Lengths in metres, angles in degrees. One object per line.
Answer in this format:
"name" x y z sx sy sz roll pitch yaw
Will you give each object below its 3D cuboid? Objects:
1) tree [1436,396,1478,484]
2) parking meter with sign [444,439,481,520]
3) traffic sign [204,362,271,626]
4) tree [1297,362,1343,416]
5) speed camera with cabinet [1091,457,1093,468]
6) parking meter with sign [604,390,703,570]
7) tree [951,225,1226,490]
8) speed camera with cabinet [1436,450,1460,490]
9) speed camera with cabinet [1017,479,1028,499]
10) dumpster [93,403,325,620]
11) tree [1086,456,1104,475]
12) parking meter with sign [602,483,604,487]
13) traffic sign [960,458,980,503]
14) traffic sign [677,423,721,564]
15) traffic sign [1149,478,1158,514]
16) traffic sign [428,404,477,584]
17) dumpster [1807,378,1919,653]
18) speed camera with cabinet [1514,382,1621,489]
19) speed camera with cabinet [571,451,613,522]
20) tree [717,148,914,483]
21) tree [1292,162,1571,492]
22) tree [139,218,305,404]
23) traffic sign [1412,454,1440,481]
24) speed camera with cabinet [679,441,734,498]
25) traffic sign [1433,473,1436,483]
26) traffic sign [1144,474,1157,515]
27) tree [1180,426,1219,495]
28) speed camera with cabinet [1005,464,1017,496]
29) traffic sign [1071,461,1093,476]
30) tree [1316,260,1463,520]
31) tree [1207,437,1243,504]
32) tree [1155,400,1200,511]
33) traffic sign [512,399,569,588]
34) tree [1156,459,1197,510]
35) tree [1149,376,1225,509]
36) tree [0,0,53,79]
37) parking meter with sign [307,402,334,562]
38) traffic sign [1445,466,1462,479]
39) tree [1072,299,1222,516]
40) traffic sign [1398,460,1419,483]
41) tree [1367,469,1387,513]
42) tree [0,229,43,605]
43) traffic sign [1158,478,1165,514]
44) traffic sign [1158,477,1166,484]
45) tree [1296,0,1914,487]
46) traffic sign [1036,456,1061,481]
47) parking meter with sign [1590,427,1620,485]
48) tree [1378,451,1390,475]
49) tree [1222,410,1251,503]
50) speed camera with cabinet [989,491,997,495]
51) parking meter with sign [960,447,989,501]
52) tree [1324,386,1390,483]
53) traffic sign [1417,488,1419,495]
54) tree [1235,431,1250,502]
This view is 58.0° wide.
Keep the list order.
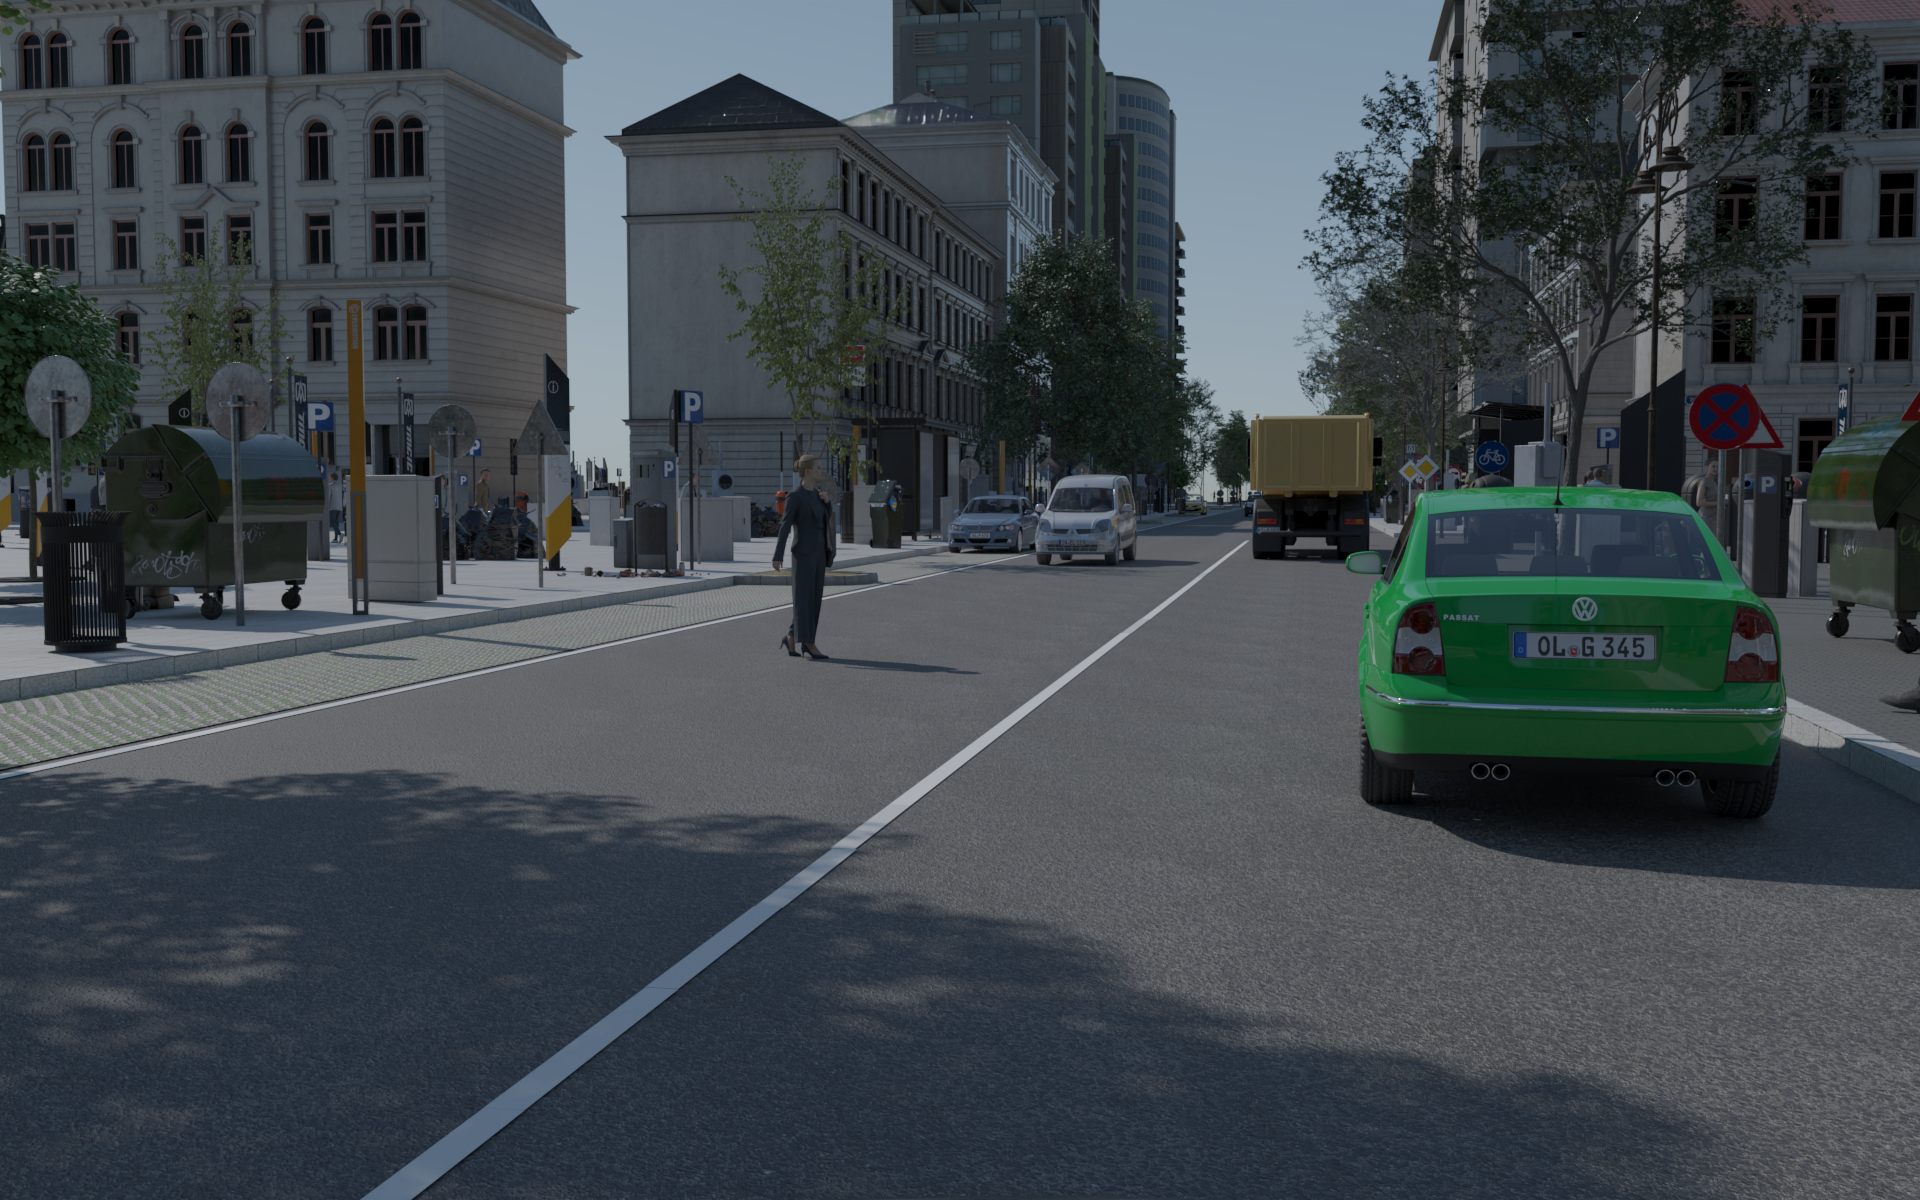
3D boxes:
"tree" 36.504 -10.810 127.107 4.360 8.622 3.978 0 3 0
"parking meter with sign" -15.934 -3.584 54.856 1.738 3.016 0.543 2 4 34
"traffic sign" -7.003 -1.020 16.776 0.768 2.556 0.104 1 4 17
"tree" 48.503 -21.946 214.713 12.611 20.169 13.585 0 3 0
"speed camera with cabinet" 6.627 -5.945 91.537 2.038 3.252 0.660 -3 5 -42
"parking meter with sign" -5.234 -2.045 29.698 1.738 3.016 0.543 2 4 33
"tree" 4.439 -9.599 73.950 9.611 12.733 9.660 0 3 0
"speed camera with cabinet" 21.516 -5.044 76.810 0.660 3.252 2.038 3 4 38
"speed camera with cabinet" 3.781 -6.920 107.476 0.660 3.252 2.038 -1 4 -10
"dumpster" -7.956 -0.974 18.419 1.502 2.255 1.985 1 4 11
"tree" 6.419 -5.673 87.353 1.663 3.219 1.824 0 3 0
"parking meter with sign" -23.836 -7.412 117.447 1.738 3.016 0.543 1 4 17
"traffic sign" 0.315 -3.746 61.354 0.768 2.556 0.104 1 4 16
"traffic sign" -4.779 -1.937 31.681 0.884 2.594 0.081 1 4 18
"traffic sign" 12.358 -6.631 110.547 0.606 2.300 0.079 1 4 19
"traffic sign" -7.223 -1.499 24.613 0.768 2.556 0.104 1 4 13
"dumpster" 8.197 -0.739 14.581 1.502 2.255 1.985 1 4 11
"speed camera with cabinet" 10.974 -2.258 31.249 2.038 3.252 0.660 -2 4 -24
"speed camera with cabinet" -16.906 -5.182 79.067 2.038 3.252 0.660 0 4 7
"tree" -3.256 -5.305 37.096 4.737 8.622 4.395 0 3 0
"tree" 17.454 -9.403 64.102 12.009 13.543 11.850 0 3 0
"tree" -20.330 -5.924 47.223 4.737 8.622 4.395 0 3 0
"traffic sign" 13.657 -2.969 50.732 0.795 2.593 0.064 1 4 11
"speed camera with cabinet" -9.377 -4.245 63.744 2.038 3.252 0.660 -2 4 -28
"traffic sign" 24.778 -5.593 91.551 0.768 2.556 0.104 1 4 18
"traffic sign" 11.874 -6.605 108.093 0.768 2.556 0.104 1 4 18
"tree" 24.401 -13.840 176.639 4.737 8.622 4.395 0 3 0
"speed camera with cabinet" 2.440 -5.851 90.003 0.660 3.252 2.038 0 4 4
"traffic sign" 4.260 -3.584 60.780 0.795 2.593 0.064 1 4 11
"tree" 21.000 -10.157 84.186 7.486 12.596 7.792 0 3 0
"tree" 31.793 -15.922 210.683 4.360 8.622 3.978 0 3 0
"tree" 15.953 -11.103 131.895 4.360 8.622 3.978 0 3 0
"traffic sign" -5.744 -1.448 23.674 0.884 2.594 0.081 1 4 19
"tree" 17.935 -9.800 143.938 4.285 4.588 4.351 0 3 0
"tree" 19.674 -13.895 152.944 9.928 11.665 9.643 0 3 0
"tree" -8.476 -5.599 9.668 7.486 12.596 7.792 0 3 0
"parking meter with sign" -12.436 -2.280 33.534 0.543 3.016 1.738 -1 4 -23
"traffic sign" 22.295 -4.785 78.340 0.768 2.556 0.104 1 4 18
"tree" 10.115 -11.157 100.542 7.486 12.596 7.792 0 3 0
"traffic sign" 15.232 -3.448 58.561 0.795 2.593 0.064 1 4 11
"tree" 27.817 -7.445 116.326 1.663 3.219 1.824 0 3 0
"tree" -11.440 -2.244 20.405 4.285 4.588 4.351 0 3 0
"traffic sign" 13.031 -6.761 112.673 0.606 2.300 0.079 1 4 17
"traffic sign" 14.697 -7.758 126.941 0.768 2.556 0.104 1 4 14
"tree" 9.257 -5.614 26.198 8.767 10.594 7.601 1 4 16
"traffic sign" 2.686 -3.105 52.952 0.795 2.593 0.064 1 4 11
"parking meter with sign" 16.475 -2.954 44.560 0.543 3.016 1.738 2 4 32
"tree" 33.278 -11.579 139.674 4.737 8.622 4.395 0 3 0
"tree" 36.865 -19.229 232.525 7.486 12.596 7.792 0 3 0
"speed camera with cabinet" 1.413 -6.260 96.685 0.660 3.252 2.038 -1 4 -21
"parking meter with sign" 0.720 -4.183 64.645 1.738 3.016 0.543 -1 4 -21
"tree" 37.149 -14.892 160.497 9.611 12.733 9.660 0 3 0
"traffic sign" 20.588 -4.755 77.848 0.768 2.556 0.104 1 4 12
"tree" 46.472 -22.596 286.446 9.611 12.733 9.660 0 3 0
